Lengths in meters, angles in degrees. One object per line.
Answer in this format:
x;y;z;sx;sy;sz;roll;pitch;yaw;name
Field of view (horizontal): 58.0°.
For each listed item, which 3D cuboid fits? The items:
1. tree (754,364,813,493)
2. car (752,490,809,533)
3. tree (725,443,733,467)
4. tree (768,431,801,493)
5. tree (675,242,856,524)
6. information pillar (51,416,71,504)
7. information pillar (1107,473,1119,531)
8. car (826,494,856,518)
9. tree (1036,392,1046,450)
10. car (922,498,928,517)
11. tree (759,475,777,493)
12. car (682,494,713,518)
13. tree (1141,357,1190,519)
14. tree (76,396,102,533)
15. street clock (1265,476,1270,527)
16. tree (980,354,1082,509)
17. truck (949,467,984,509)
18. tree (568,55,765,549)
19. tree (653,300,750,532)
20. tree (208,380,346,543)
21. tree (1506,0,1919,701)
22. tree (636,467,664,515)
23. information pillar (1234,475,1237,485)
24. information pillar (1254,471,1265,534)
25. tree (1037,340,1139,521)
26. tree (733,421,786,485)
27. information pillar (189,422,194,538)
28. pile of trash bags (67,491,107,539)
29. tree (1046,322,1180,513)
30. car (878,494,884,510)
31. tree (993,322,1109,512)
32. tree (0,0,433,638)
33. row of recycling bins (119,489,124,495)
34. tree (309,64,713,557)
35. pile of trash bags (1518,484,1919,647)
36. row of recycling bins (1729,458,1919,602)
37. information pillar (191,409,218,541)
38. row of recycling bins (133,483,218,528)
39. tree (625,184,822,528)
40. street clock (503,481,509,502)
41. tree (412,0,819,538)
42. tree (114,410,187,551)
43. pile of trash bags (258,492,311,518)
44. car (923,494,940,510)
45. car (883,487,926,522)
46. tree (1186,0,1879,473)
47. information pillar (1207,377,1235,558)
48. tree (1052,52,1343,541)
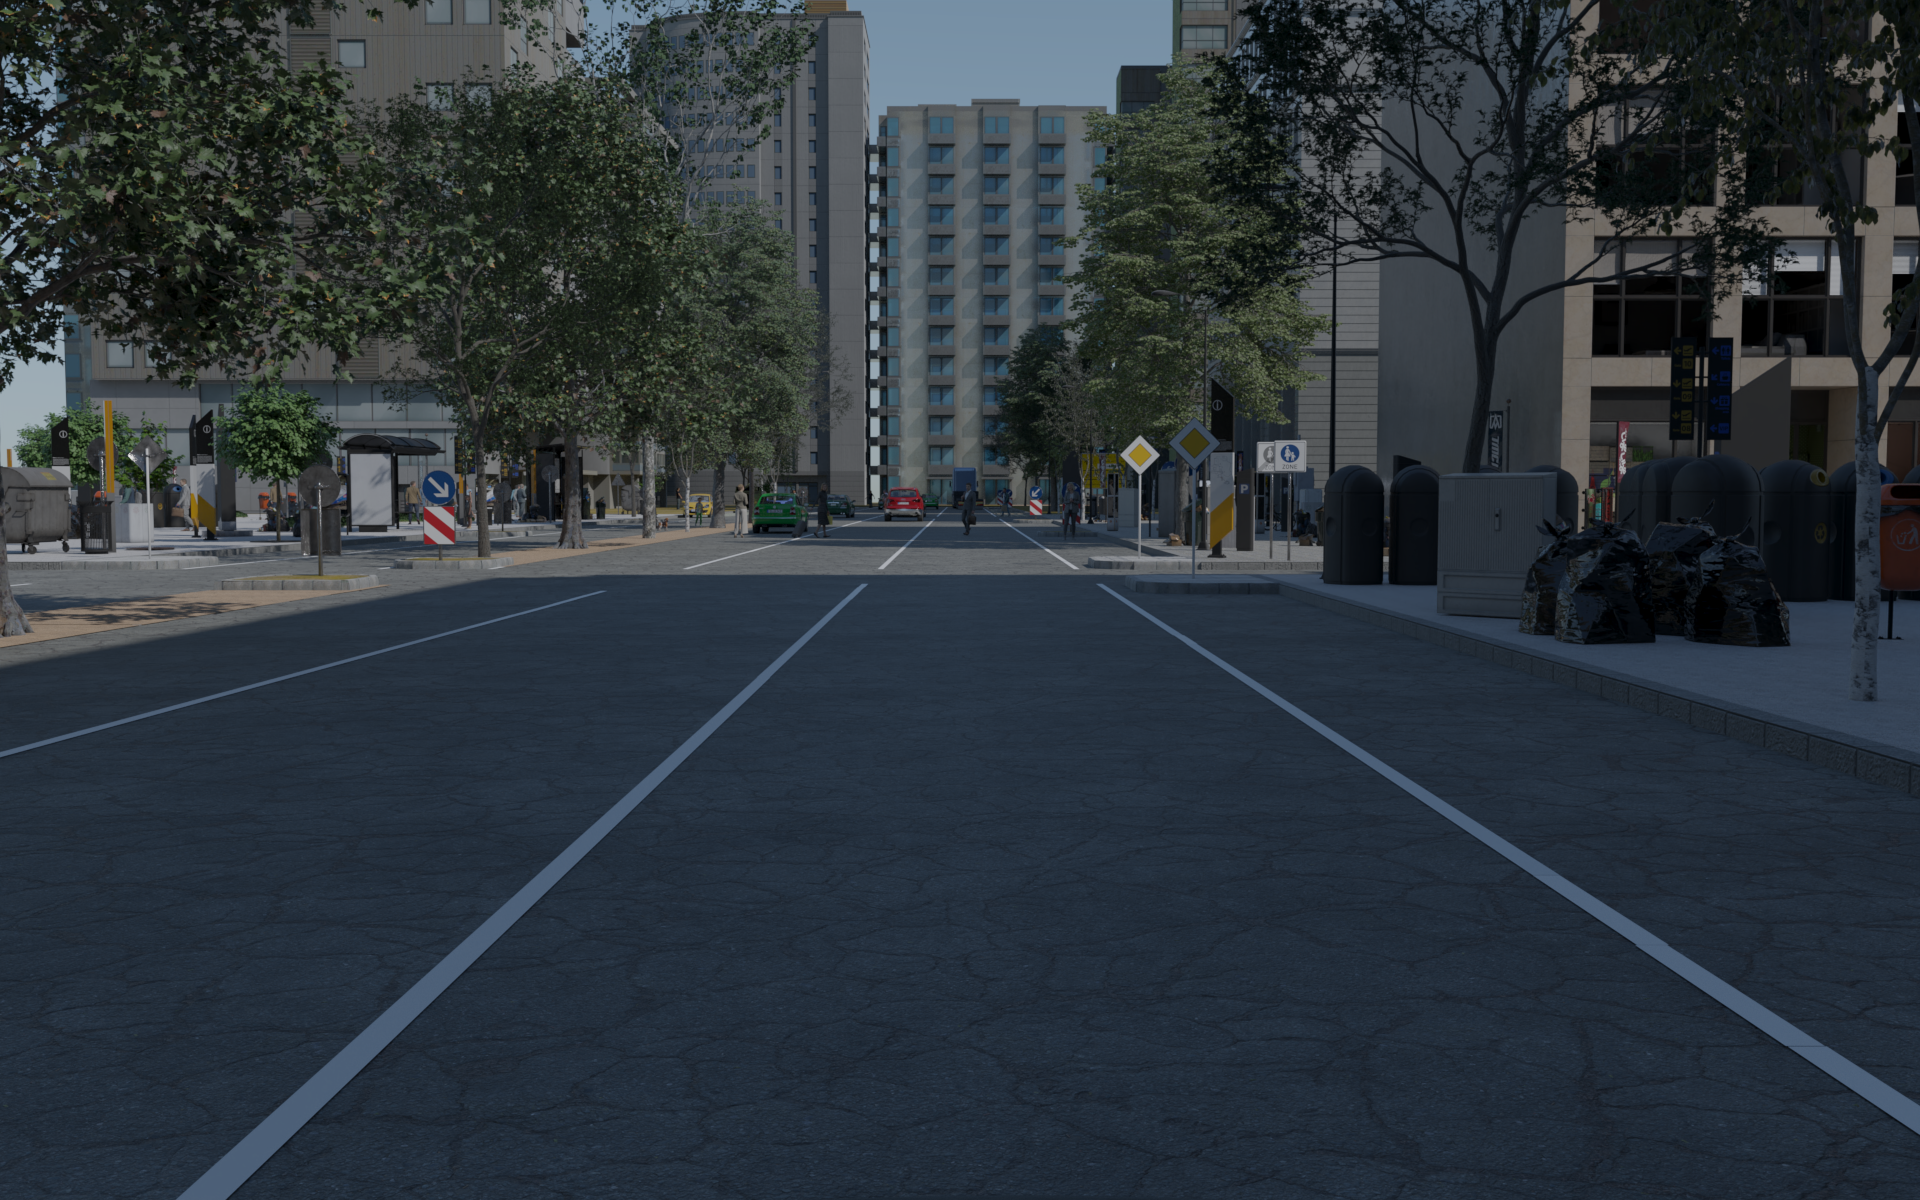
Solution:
-9.914;-8.541;92.468;4.360;8.622;3.978;0;3;0;tree
-6.658;-3.403;64.430;1.959;1.807;4.718;0;3;0;car
-18.174;-9.939;96.923;8.767;10.594;7.601;1;4;8;tree
-18.770;-14.329;184.636;4.737;8.622;4.395;0;3;0;tree
-10.035;-10.417;83.141;12.009;13.543;11.850;0;3;0;tree
-26.845;-3.695;51.762;0.504;3.616;0.183;-2;4;-28;information pillar
5.301;-3.398;60.053;0.304;2.012;0.304;2;4;33;information pillar
-7.408;-5.678;104.641;2.131;1.459;4.920;0;4;2;car
6.645;-10.011;114.049;4.737;8.622;4.395;0;3;0;tree
-3.002;-5.968;107.355;2.009;1.686;4.222;0;4;1;car
-19.024;-10.891;172.674;1.663;3.219;1.824;0;3;0;tree
-15.853;-5.829;105.521;2.015;1.641;3.980;0;4;-1;car
9.899;-8.474;88.909;4.360;8.622;3.978;0;3;0;tree
-29.228;-4.552;58.131;4.285;4.588;4.351;0;3;0;tree
12.191;-3.900;68.342;0.358;2.002;0.471;0;4;-2;street clock
6.722;-14.667;150.173;12.009;13.543;11.850;0;3;0;tree
0.665;-10.941;168.649;2.967;4.110;18.799;0;4;-2;truck
-10.144;-7.681;45.057;9.611;12.733;9.660;0;3;0;tree
-10.242;-6.858;64.941;4.360;8.622;3.978;0;3;0;tree
-18.144;-3.815;46.083;4.285;4.588;4.351;0;3;0;tree
5.420;-3.673;10.411;4.360;8.622;3.978;0;3;0;tree
-18.968;-6.758;105.087;1.663;3.219;1.824;0;3;0;tree
10.740;-3.833;67.160;0.304;2.012;0.304;2;4;31;information pillar
9.672;-3.153;56.048;0.304;2.012;0.304;-1;4;-19;information pillar
5.790;-8.063;82.197;4.360;8.622;3.978;0;3;0;tree
-18.221;-12.827;144.128;8.767;10.594;7.601;1;4;18;tree
-22.447;-3.633;50.748;0.183;3.616;0.504;-1;4;-10;information pillar
-25.398;-2.499;50.608;1.912;1.369;3.447;-1;4;-15;pile of trash bags
6.782;-7.323;70.090;4.737;8.622;4.395;0;3;0;tree
-6.548;-9.036;159.537;2.131;1.459;4.920;0;4;1;car
6.936;-13.479;127.031;9.857;13.997;8.962;0;3;0;tree
-9.876;-5.982;17.263;9.611;12.733;9.660;0;3;0;tree
-44.522;-5.277;93.390;1.069;1.692;3.534;-1;4;-10;row of recycling bins
-9.970;-6.089;36.432;8.767;10.594;7.601;0;3;0;tree
6.799;-0.342;15.341;3.447;1.369;1.912;1;4;12;pile of trash bags
11.343;-0.846;20.948;3.534;1.692;1.069;0;4;0;row of recycling bins
-20.797;-3.451;47.786;0.504;3.616;0.183;0;4;3;information pillar
-29.872;-3.651;66.809;1.069;1.692;3.534;3;5;43;row of recycling bins
-10.120;-9.961;71.973;9.857;13.997;8.962;0;3;0;tree
-24.805;-5.510;94.663;0.358;2.002;0.471;-2;4;-27;street clock
-11.229;-12.090;56.020;12.611;20.169;13.585;0;3;0;tree
-18.686;-2.766;39.829;1.663;3.219;1.824;0;3;0;tree
-35.980;-5.023;91.879;3.447;1.369;1.912;2;4;28;pile of trash bags
-2.873;-9.361;161.842;1.959;1.807;4.718;0;4;0;car
-2.947;-5.067;91.511;2.281;1.827;5.304;0;4;-1;car
5.836;-5.165;18.858;8.767;10.594;7.601;-3;5;-42;tree
5.242;-2.651;34.706;0.504;3.616;0.183;2;4;29;information pillar
6.031;-7.746;44.782;7.486;12.596;7.792;0;3;0;tree
